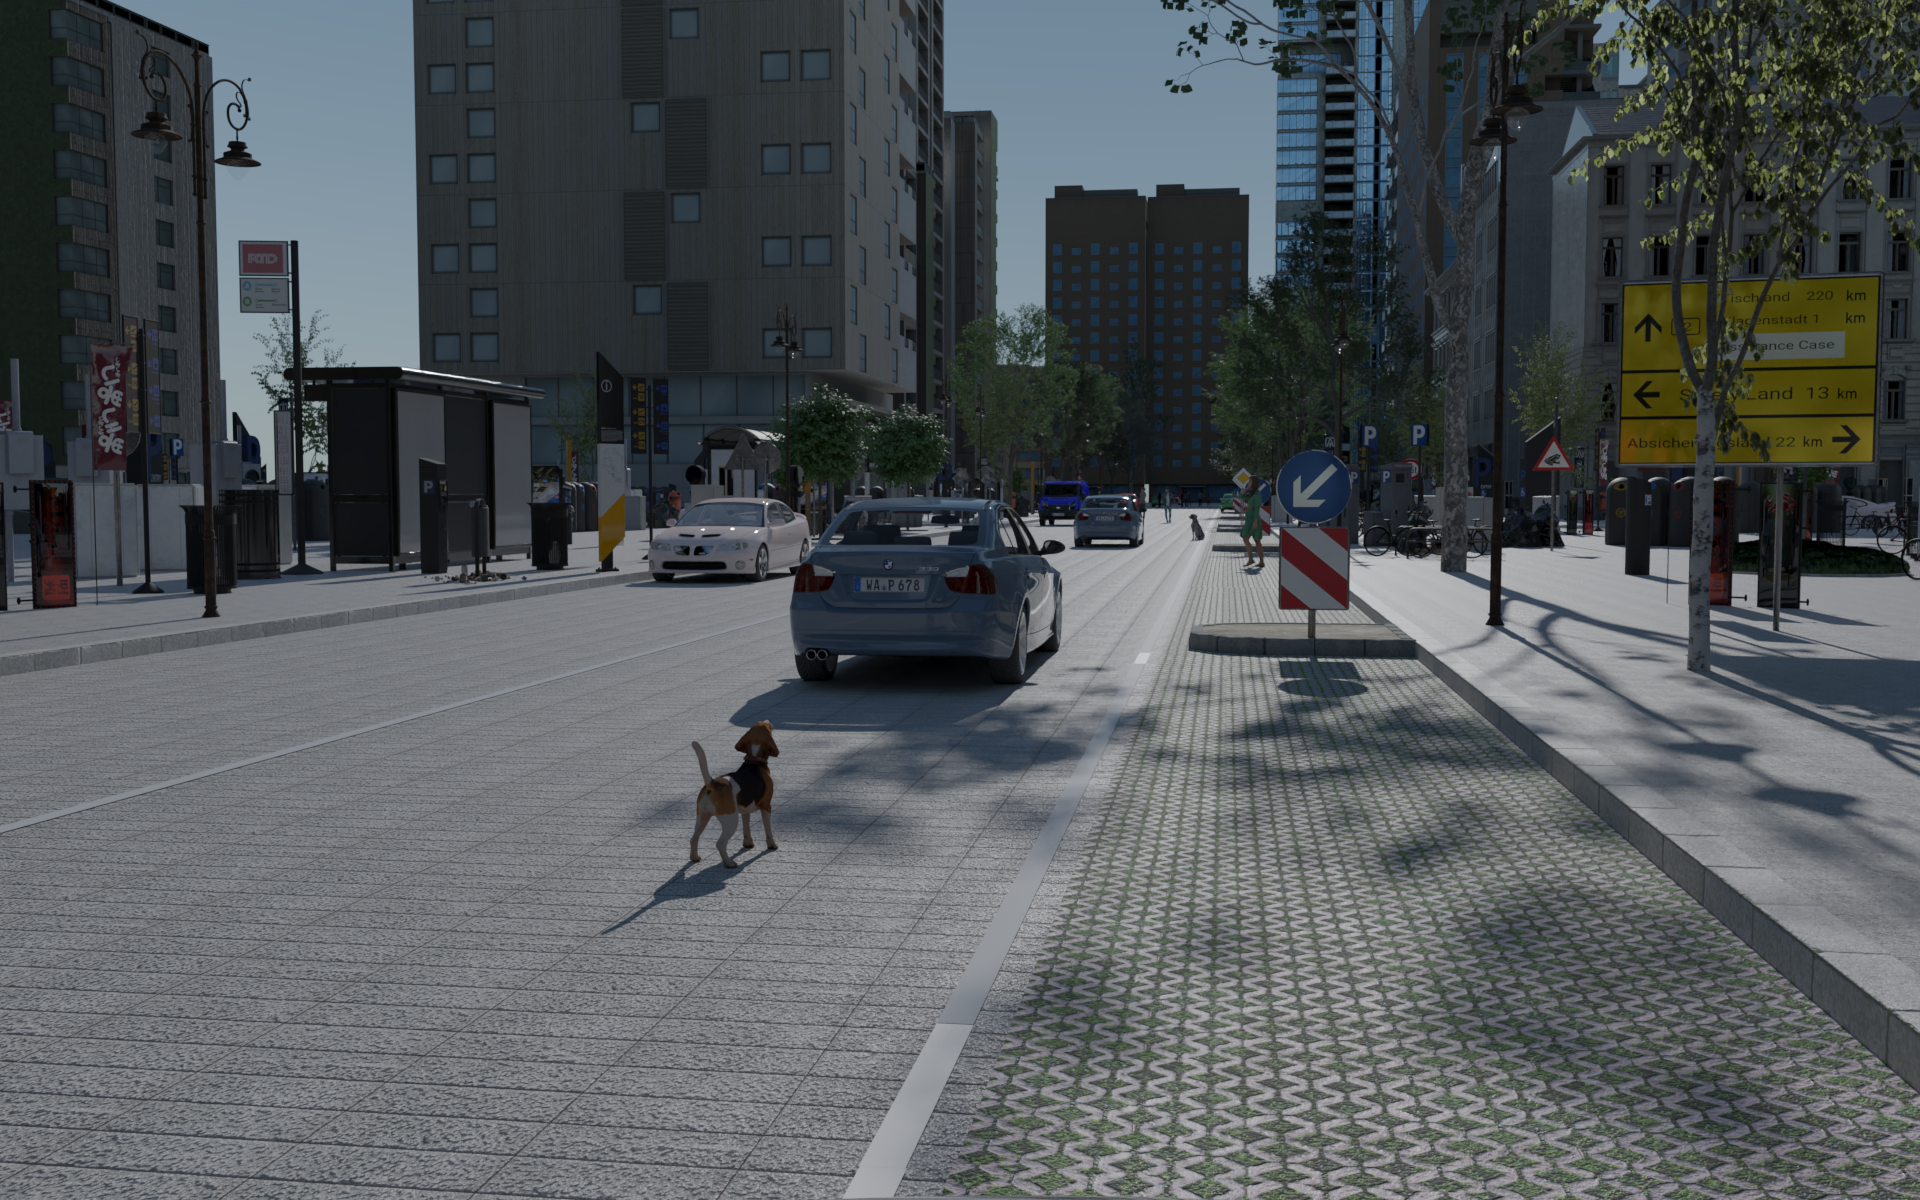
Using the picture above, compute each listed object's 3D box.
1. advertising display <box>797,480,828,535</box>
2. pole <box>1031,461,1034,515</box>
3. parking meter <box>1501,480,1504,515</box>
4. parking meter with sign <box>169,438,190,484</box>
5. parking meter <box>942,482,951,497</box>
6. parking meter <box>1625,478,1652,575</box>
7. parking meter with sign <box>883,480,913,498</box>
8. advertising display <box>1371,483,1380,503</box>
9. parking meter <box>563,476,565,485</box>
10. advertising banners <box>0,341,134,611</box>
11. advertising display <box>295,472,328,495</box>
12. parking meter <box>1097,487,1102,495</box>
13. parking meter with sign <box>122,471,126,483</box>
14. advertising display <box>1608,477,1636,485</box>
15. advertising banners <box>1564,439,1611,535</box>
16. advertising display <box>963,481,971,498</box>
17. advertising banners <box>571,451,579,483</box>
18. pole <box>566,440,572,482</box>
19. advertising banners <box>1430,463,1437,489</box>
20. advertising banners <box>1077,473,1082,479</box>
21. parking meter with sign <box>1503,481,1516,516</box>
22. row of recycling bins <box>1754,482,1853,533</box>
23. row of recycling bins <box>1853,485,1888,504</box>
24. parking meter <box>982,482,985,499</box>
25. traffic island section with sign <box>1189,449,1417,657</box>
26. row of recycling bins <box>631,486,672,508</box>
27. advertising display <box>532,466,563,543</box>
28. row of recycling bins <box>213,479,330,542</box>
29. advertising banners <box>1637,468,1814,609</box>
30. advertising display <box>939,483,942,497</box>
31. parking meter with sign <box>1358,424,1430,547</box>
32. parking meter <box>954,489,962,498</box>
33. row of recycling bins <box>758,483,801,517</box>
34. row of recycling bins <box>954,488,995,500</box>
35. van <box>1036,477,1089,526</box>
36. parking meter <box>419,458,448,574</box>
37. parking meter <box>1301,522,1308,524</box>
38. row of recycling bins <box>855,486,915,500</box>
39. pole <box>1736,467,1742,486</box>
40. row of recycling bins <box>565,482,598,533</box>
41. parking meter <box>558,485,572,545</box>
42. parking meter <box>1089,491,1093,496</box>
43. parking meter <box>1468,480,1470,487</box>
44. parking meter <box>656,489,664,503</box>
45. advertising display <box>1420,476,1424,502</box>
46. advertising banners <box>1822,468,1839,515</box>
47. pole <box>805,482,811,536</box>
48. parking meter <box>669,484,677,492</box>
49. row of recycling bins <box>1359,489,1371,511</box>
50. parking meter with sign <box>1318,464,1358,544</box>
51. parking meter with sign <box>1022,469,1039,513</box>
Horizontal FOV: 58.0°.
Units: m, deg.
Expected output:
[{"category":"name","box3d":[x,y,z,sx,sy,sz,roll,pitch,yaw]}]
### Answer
[{"category":"advertising display","box3d":[-4.608,-2.986,54.032,0.974,1.923,0.123,-1,4,-9]},{"category":"pole","box3d":[4.536,-6.994,108.199,0.158,3.312,0.155,0,3,0]},{"category":"parking meter","box3d":[22.314,-4.041,71.775,0.255,1.863,0.399,-1,4,-15]},{"category":"parking meter with sign","box3d":[-23.693,-3.533,54.023,1.738,3.016,0.543,1,4,14]},{"category":"parking meter","box3d":[-0.638,-4.610,81.082,0.399,1.863,0.255,-1,4,-16]},{"category":"parking meter","box3d":[10.780,-1.169,27.526,0.372,1.533,0.369,0,3,0]},{"category":"parking meter with sign","box3d":[-2.948,-5.019,78.325,1.738,3.016,0.543,1,4,13]},{"category":"advertising display","box3d":[25.087,-6.077,104.578,0.123,1.923,0.974,3,5,39]},{"category":"parking meter","box3d":[-10.955,-2.537,47.185,0.399,1.863,0.255,2,4,26]},{"category":"advertising banners","box3d":[-10.214,-1.420,19.400,0.090,3.025,2.074,2,4,35]},{"category":"advertising display","box3d":[-18.867,-2.768,50.473,0.974,1.923,0.123,-2,4,-29]},{"category":"parking meter","box3d":[11.545,-8.397,143.002,0.399,1.863,0.255,1,4,9]},{"category":"parking meter with sign","box3d":[-47.134,-6.107,96.105,1.738,3.016,0.543,0,4,4]},{"category":"advertising display","box3d":[24.337,-3.578,63.711,0.974,1.923,0.123,1,4,14]},{"category":"advertising banners","box3d":[19.759,-3.565,54.479,2.074,3.025,0.090,-2,4,-31]},{"category":"advertising display","box3d":[0.268,-4.289,75.333,0.123,1.923,0.974,-1,4,-17]},{"category":"advertising banners","box3d":[-14.888,-4.484,69.504,2.074,3.025,0.090,2,4,27]},{"category":"pole","box3d":[-14.680,-4.357,65.073,0.158,3.312,0.155,0,3,0]},{"category":"advertising banners","box3d":[27.039,-6.151,96.762,0.090,3.025,2.074,-2,4,-32]},{"category":"advertising banners","box3d":[9.403,-9.095,144.893,0.090,3.025,2.074,-3,5,-43]},{"category":"parking meter with sign","box3d":[31.438,-6.286,99.033,1.738,3.016,0.543,1,4,22]},{"category":"row of recycling bins","box3d":[27.468,-3.071,57.320,3.534,1.692,1.069,0,4,-7]},{"category":"row of recycling bins","box3d":[41.250,-4.395,78.977,3.534,1.692,1.069,-3,4,-38]},{"category":"parking meter","box3d":[1.107,-4.570,80.425,0.255,1.863,0.399,1,4,14]},{"category":"traffic island section with sign","box3d":[3.156,-0.462,16.182,1.989,1.847,2.006,1,4,9]},{"category":"row of recycling bins","box3d":[-16.620,-5.209,92.273,1.069,1.692,3.534,2,4,28]},{"category":"advertising display","box3d":[-9.478,-2.092,39.412,0.974,1.923,0.123,1,4,19]},{"category":"row of recycling bins","box3d":[-18.780,-2.415,46.592,3.534,1.692,1.069,-3,5,-42]},{"category":"advertising banners","box3d":[8.685,-1.450,19.903,2.074,3.025,0.090,3,5,43]},{"category":"advertising display","box3d":[-0.935,-5.837,100.642,0.123,1.923,0.974,-2,4,-26]},{"category":"parking meter with sign","box3d":[10.723,-2.840,42.690,1.738,3.016,0.543,-2,4,-31]},{"category":"parking meter","box3d":[-0.100,-4.903,88.583,0.372,1.533,0.369,0,3,0]},{"category":"row of recycling bins","box3d":[-7.037,-3.570,65.489,3.534,1.692,1.069,2,4,30]},{"category":"row of recycling bins","box3d":[0.800,-7.218,125.128,3.534,1.692,1.069,0,4,6]},{"category":"van","box3d":[4.825,-4.611,79.774,2.240,2.365,5.245,1,4,10]},{"category":"parking meter","box3d":[-8.477,-1.358,27.913,0.399,1.863,0.255,1,4,15]},{"category":"parking meter","box3d":[14.837,-4.055,74.716,0.372,1.533,0.369,0,3,0]},{"category":"row of recycling bins","box3d":[-4.010,-5.192,92.006,3.534,1.692,1.069,2,4,25]},{"category":"pole","box3d":[34.374,-5.052,76.449,0.158,3.312,0.155,0,3,0]},{"category":"row of recycling bins","box3d":[-12.990,-3.175,59.020,1.069,1.692,3.534,1,4,11]},{"category":"parking meter","box3d":[-10.047,-2.177,43.999,0.372,1.533,0.369,0,3,0]},{"category":"parking meter","box3d":[10.926,-8.364,145.165,0.372,1.533,0.369,0,3,0]},{"category":"parking meter","box3d":[21.518,-4.185,74.143,0.399,1.863,0.255,0,4,-1]},{"category":"parking meter","box3d":[-14.022,-4.435,80.929,0.372,1.533,0.369,0,3,0]},{"category":"advertising display","box3d":[16.181,-3.396,60.736,0.123,1.923,0.974,1,4,16]},{"category":"advertising banners","box3d":[23.457,-3.180,48.185,2.074,3.025,0.090,1,4,12]},{"category":"pole","box3d":[-4.626,-3.598,52.678,0.158,3.312,0.155,0,3,0]},{"category":"parking meter","box3d":[-16.120,-5.596,97.204,0.399,1.863,0.255,-3,4,-36]},{"category":"row of recycling bins","box3d":[30.977,-7.820,134.966,3.534,1.692,1.069,-3,5,-42]},{"category":"parking meter with sign","box3d":[9.894,-2.949,44.473,0.543,3.016,1.738,-2,4,-30]},{"category":"parking meter with sign","box3d":[4.629,-7.590,120.355,1.738,3.016,0.543,0,4,7]}]
